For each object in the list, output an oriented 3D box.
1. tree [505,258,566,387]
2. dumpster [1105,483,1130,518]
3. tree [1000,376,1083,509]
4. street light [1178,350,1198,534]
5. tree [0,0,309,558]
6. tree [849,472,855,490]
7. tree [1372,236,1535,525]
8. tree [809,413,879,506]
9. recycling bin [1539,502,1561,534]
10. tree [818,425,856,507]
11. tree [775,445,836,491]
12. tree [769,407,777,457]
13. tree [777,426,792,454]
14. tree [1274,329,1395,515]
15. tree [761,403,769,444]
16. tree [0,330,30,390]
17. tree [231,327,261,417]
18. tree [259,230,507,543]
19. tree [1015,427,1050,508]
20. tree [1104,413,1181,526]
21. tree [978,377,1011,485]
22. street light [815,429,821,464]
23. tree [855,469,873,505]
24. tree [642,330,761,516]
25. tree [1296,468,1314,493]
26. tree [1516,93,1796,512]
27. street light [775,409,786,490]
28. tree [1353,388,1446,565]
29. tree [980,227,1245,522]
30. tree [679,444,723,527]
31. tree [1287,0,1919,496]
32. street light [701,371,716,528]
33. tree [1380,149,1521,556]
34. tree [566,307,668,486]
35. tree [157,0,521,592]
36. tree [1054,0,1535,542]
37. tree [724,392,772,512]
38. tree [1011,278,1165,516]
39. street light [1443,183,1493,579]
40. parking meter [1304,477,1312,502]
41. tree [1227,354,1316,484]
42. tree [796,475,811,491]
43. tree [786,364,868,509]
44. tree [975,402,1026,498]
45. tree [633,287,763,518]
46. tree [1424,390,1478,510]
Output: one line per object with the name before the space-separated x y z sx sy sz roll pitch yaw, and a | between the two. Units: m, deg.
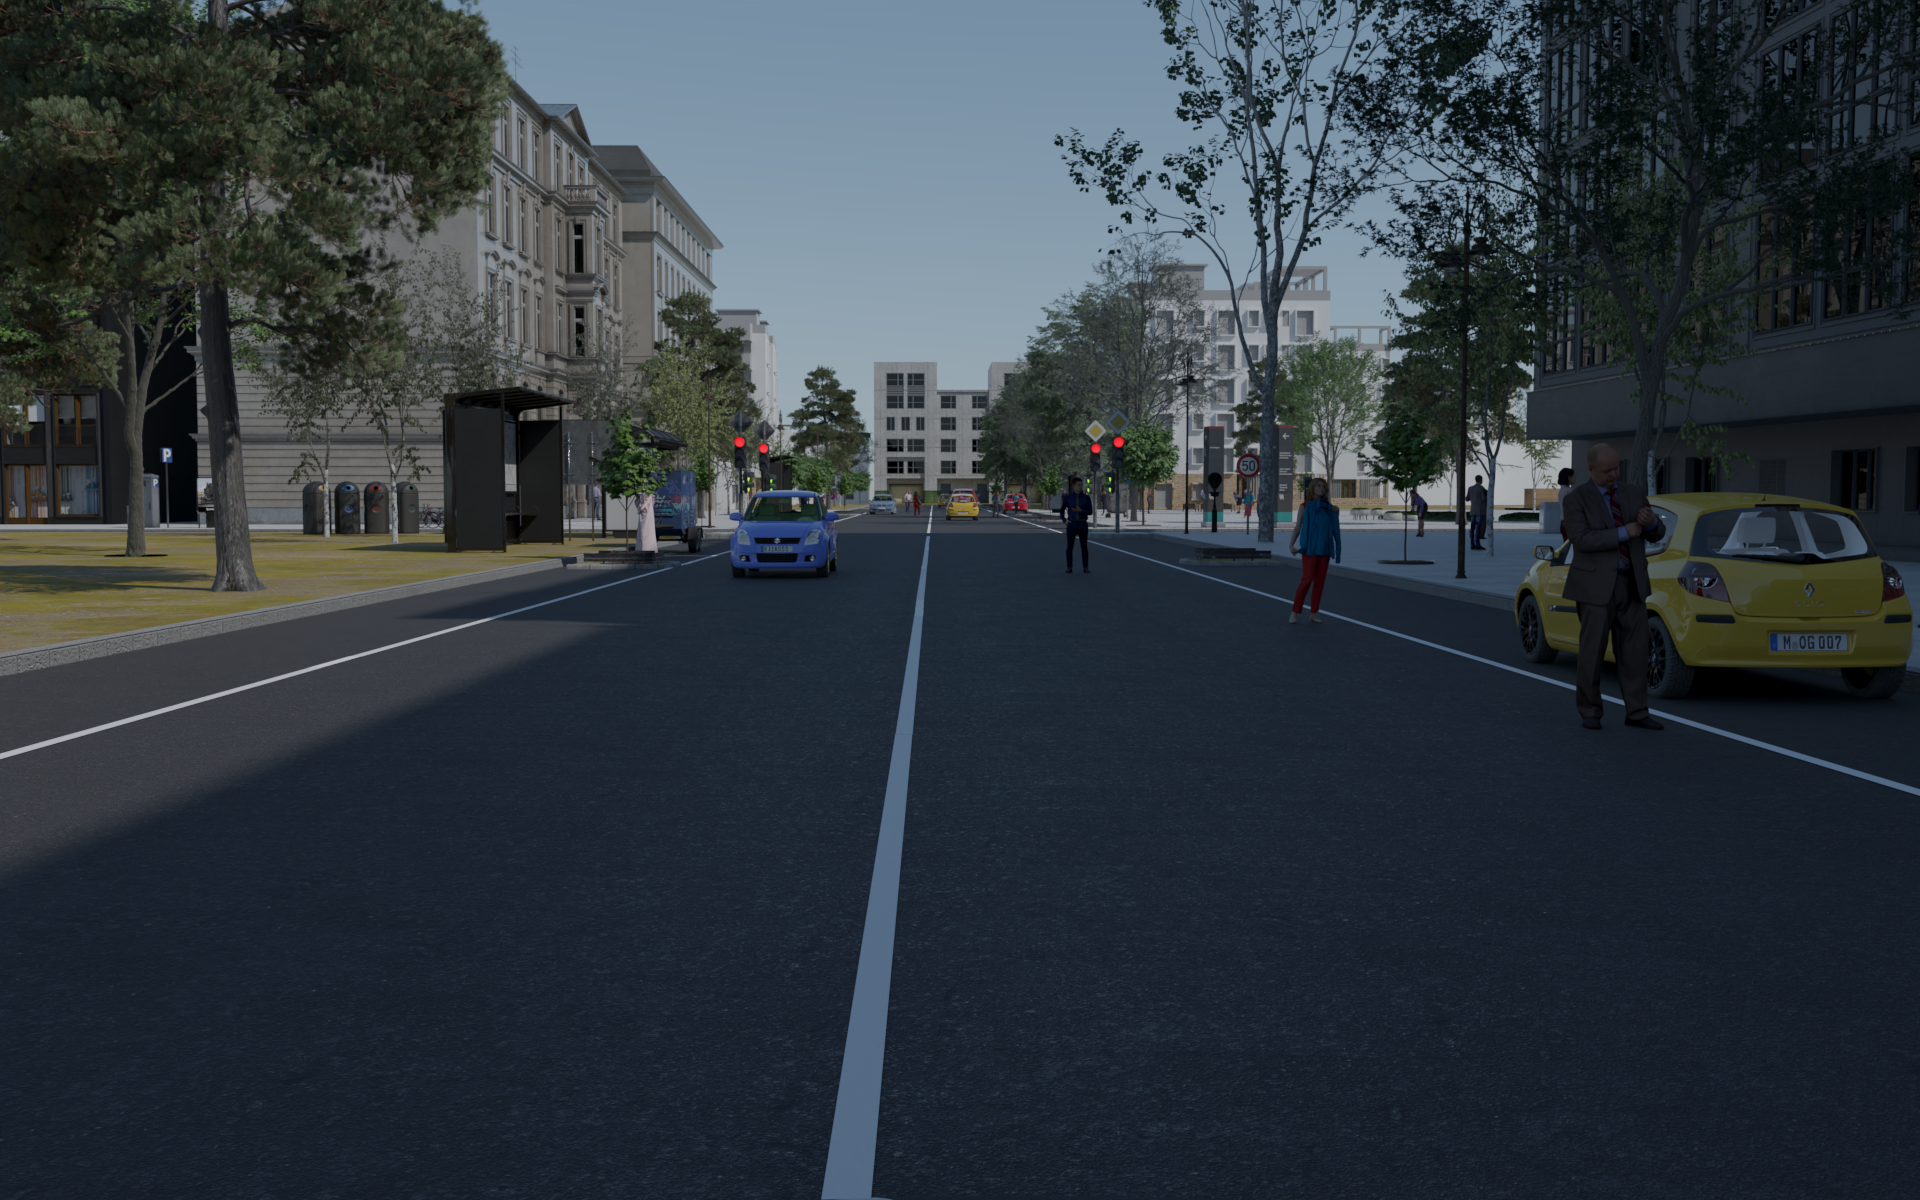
tree | -14.360 -6.143 50.806 4.360 8.622 3.978 0 3 0
dumpster | 8.502 -5.366 93.490 1.264 1.857 1.865 0 4 -1
tree | 7.158 -13.532 147.001 9.928 11.665 9.643 0 3 0
street light | 7.288 -5.061 55.541 0.468 5.910 1.993 0 4 -1
tree | -16.737 -6.685 35.050 9.928 11.665 9.643 0 3 0
tree | -10.907 -8.985 130.626 4.285 4.588 4.351 0 3 0
tree | 20.934 -9.189 72.292 6.751 12.117 7.091 0 3 0
tree | -12.502 -15.388 186.004 8.767 10.594 7.601 1 4 10
recycling bin | 19.284 -2.677 56.328 0.722 1.027 0.722 0 4 7
tree | -12.262 -13.739 174.996 4.737 8.622 4.395 0 3 0
tree | -11.275 -8.033 115.060 4.285 4.588 4.351 0 3 0
tree | -14.671 -9.708 109.094 4.737 8.622 4.395 0 3 0
tree | -15.515 -11.437 137.351 4.737 8.622 4.395 0 3 0
tree | 23.202 -11.166 108.318 9.928 11.665 9.643 0 3 0
tree | -14.743 -9.337 103.025 4.737 8.622 4.395 0 3 0
tree | -29.815 -6.225 52.149 4.360 8.622 3.978 0 3 0
tree | -19.166 -6.185 51.493 4.360 8.622 3.978 0 3 0
tree | -14.847 -5.773 44.753 4.360 8.622 3.978 0 3 0
tree | 6.611 -12.696 157.948 4.737 8.622 4.395 0 3 0
tree | 7.446 -5.286 70.133 4.285 4.588 4.351 0 3 0
tree | 6.738 -16.603 178.109 9.857 13.997 8.962 0 3 0
street light | -10.165 -9.230 123.704 0.468 5.910 1.993 0 4 -1
tree | -12.270 -14.056 213.523 4.285 4.588 4.351 0 3 0
tree | -12.303 -7.838 78.514 4.737 8.622 4.395 0 3 0
tree | 25.436 -8.126 127.462 1.663 3.219 1.824 0 3 0
tree | 12.311 -4.901 30.486 4.737 8.622 4.395 0 3 0
street light | -9.771 -7.443 94.477 0.468 5.910 1.993 0 4 -1
tree | 8.082 -2.280 31.879 1.663 3.219 1.824 0 3 0
tree | 8.132 -10.368 79.884 12.009 13.543 11.850 0 3 0
tree | -10.056 -4.447 67.304 1.663 3.219 1.824 0 3 0
tree | 8.177 -5.268 20.552 8.767 10.594 7.601 0 4 -1
street light | -9.449 -5.655 65.249 0.468 5.910 1.993 0 4 -1
tree | 10.934 -5.224 35.774 4.737 8.622 4.395 0 3 0
tree | -13.966 -7.267 69.179 4.360 8.622 3.978 0 3 0
tree | -9.852 -7.056 22.794 7.806 13.903 7.818 0 3 0
tree | 8.917 -11.678 46.821 12.611 20.169 13.585 0 3 0
tree | -15.590 -10.790 126.779 4.360 8.622 3.978 0 3 0
tree | 7.698 -12.008 102.983 9.857 13.997 8.962 0 3 0
street light | 7.617 -3.264 26.154 0.468 5.910 1.993 0 4 -1
parking meter | 11.592 -3.177 57.657 0.255 1.863 0.399 0 4 7
tree | 24.175 -12.942 133.653 6.751 12.117 7.091 0 3 0
tree | -10.480 -7.664 119.907 1.663 3.219 1.824 0 3 0
tree | -10.995 -13.581 144.102 6.751 12.117 7.091 0 3 0
tree | 5.279 -17.810 209.312 7.486 12.596 7.792 0 3 0
tree | -13.671 -10.316 90.717 6.751 12.117 7.091 0 3 0
tree | 27.921 -9.096 99.083 4.360 8.622 3.978 0 3 0
